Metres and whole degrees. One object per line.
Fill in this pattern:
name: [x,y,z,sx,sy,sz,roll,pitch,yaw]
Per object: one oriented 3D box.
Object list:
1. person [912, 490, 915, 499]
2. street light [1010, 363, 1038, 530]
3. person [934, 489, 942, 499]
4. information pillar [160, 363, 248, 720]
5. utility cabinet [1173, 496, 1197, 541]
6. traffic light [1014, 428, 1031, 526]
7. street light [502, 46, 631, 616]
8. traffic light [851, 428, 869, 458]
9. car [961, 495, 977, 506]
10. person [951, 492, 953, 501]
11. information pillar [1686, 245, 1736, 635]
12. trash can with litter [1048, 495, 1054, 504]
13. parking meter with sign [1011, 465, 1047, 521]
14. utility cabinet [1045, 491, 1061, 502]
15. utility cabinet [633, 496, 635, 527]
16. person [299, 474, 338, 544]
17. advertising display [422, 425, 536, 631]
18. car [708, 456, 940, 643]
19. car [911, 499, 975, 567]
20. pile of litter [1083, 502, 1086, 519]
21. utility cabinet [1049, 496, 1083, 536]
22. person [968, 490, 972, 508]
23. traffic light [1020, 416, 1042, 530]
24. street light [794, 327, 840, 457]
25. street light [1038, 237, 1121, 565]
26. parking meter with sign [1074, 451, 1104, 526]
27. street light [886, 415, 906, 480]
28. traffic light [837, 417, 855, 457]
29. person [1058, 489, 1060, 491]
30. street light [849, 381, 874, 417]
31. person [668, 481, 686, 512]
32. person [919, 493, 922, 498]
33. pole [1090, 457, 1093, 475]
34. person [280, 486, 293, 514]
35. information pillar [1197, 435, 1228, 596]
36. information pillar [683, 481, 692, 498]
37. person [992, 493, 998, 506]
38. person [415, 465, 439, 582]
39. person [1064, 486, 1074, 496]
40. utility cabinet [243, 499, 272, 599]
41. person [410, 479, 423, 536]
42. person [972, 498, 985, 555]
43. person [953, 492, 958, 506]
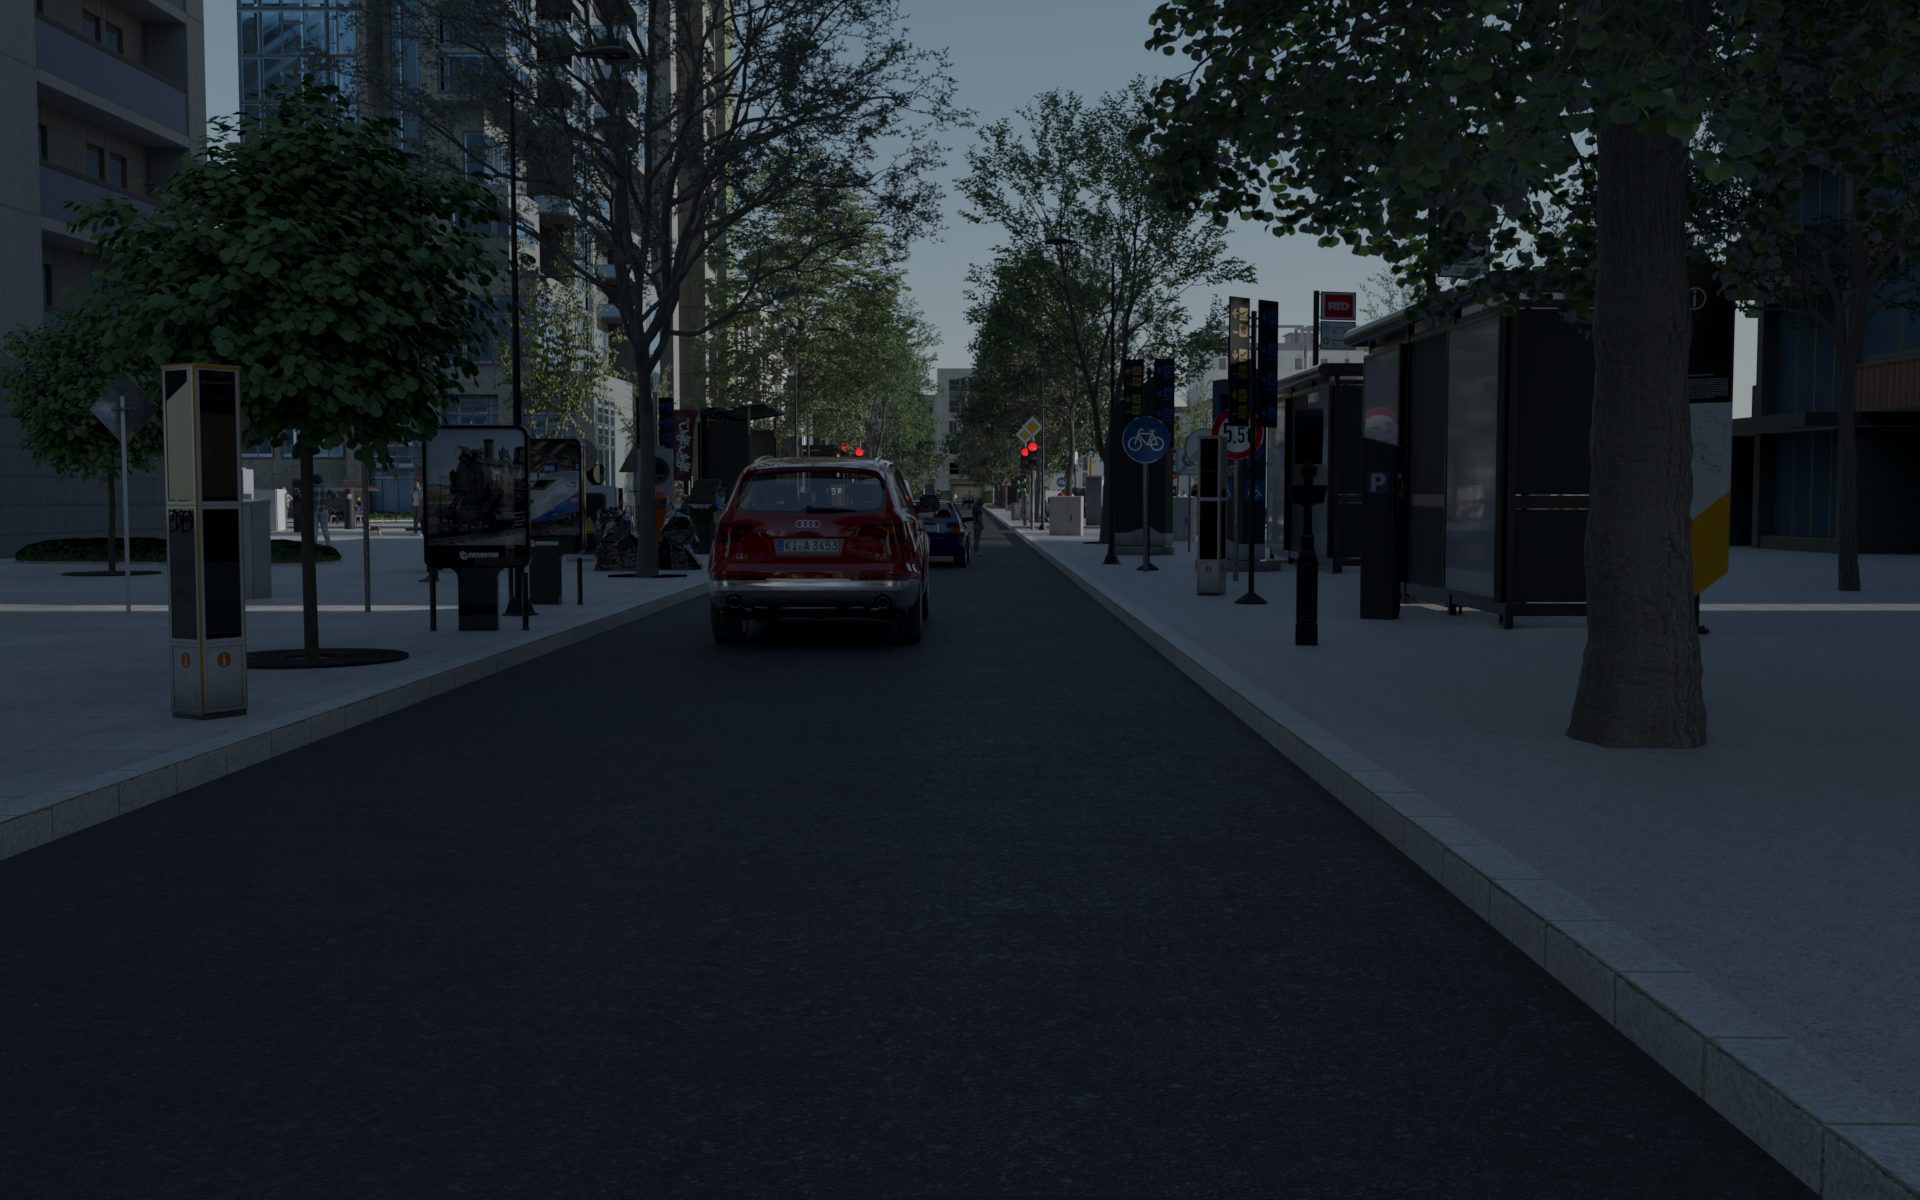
person: [-4.949,-10.836,184.132,0.530,1.710,0.541,0,4,6]
street light: [2.400,-5.448,61.619,1.470,5.913,1.316,0,4,0]
person: [-1.282,-5.606,101.076,0.530,1.710,0.541,-3,5,-43]
information pillar: [-4.334,-0.334,9.945,0.304,2.012,0.304,2,4,31]
utility cabinet: [5.939,-2.202,47.170,1.020,1.237,0.306,-1,4,-23]
traffic light: [2.622,-4.984,70.409,0.839,4.253,0.868,0,4,0]
street light: [-4.115,-2.789,18.136,1.470,5.913,1.316,0,4,0]
traffic light: [-4.059,-4.985,70.421,0.839,4.253,0.868,0,4,0]
car: [1.124,-12.400,215.318,1.945,1.354,3.894,0,4,2]
person: [-0.983,-12.657,216.161,0.721,1.735,1.217,-3,5,-42]
information pillar: [6.777,-1.497,15.823,0.504,3.616,0.183,3,4,36]
trash can with litter: [6.041,-5.862,106.896,2.233,1.210,1.678,1,4,10]
parking meter with sign: [3.327,-5.360,83.903,1.738,3.016,0.543,-2,4,-24]
utility cabinet: [6.165,-6.559,115.920,1.173,1.500,0.318,-2,4,-25]
utility cabinet: [-11.167,-3.081,61.538,1.020,1.237,0.306,3,5,41]
person: [-14.548,-1.990,39.297,0.841,1.734,0.376,-2,4,-24]
advertising display: [-4.516,-0.673,16.215,0.974,1.923,0.123,0,4,-5]
car: [-1.365,-0.584,18.228,2.281,1.827,5.304,0,4,0]
car: [-0.677,-1.395,35.394,1.945,1.354,3.894,0,4,2]
pile of litter: [6.845,-4.702,90.849,1.176,0.858,1.719,-1,4,-10]
utility cabinet: [3.279,-2.588,53.469,1.020,1.237,0.306,1,4,19]
person: [0.985,-10.319,177.209,0.705,1.826,1.348,1,4,17]
traffic light: [2.588,-4.496,62.424,0.839,4.253,0.868,0,4,0]
street light: [-4.035,-4.630,48.241,1.470,5.913,1.316,0,4,0]
street light: [2.231,-3.607,31.515,1.470,5.913,1.316,0,4,0]
parking meter with sign: [5.479,-4.528,70.290,1.738,3.016,0.543,1,4,17]
street light: [-3.747,-7.856,100.979,1.470,5.913,1.316,0,4,0]
traffic light: [-4.093,-4.496,62.436,0.839,4.253,0.868,0,4,0]
person: [11.623,-12.120,203.834,0.705,1.869,1.348,-1,4,-18]
street light: [-3.934,-5.980,70.312,1.470,5.913,1.316,0,4,0]
person: [-9.069,-2.950,54.832,0.990,1.755,0.434,-2,4,-26]
person: [-4.802,-12.336,210.960,0.599,1.433,0.991,1,4,17]
pole: [7.199,-6.181,94.906,0.158,3.312,0.155,0,3,0]
person: [-26.700,-3.610,68.250,0.841,1.734,0.376,-2,4,-32]
information pillar: [3.191,-1.066,21.923,0.304,2.012,0.304,2,4,25]
information pillar: [-11.333,-4.136,72.116,0.304,2.012,0.304,1,4,18]
person: [3.880,-10.603,182.629,0.991,1.433,0.599,-1,4,-11]
person: [-7.776,-1.116,25.227,0.436,1.711,0.756,1,4,16]
person: [4.208,-3.527,66.888,0.376,1.734,0.841,3,4,39]
utility cabinet: [-8.989,-0.630,21.455,1.020,1.237,0.306,2,4,30]
person: [-16.639,-2.844,53.266,0.841,1.734,0.376,2,4,26]
person: [0.426,-1.725,40.611,0.340,1.345,0.435,-3,5,-45]
person: [-0.630,-12.592,215.044,0.621,1.740,0.551,2,4,29]
